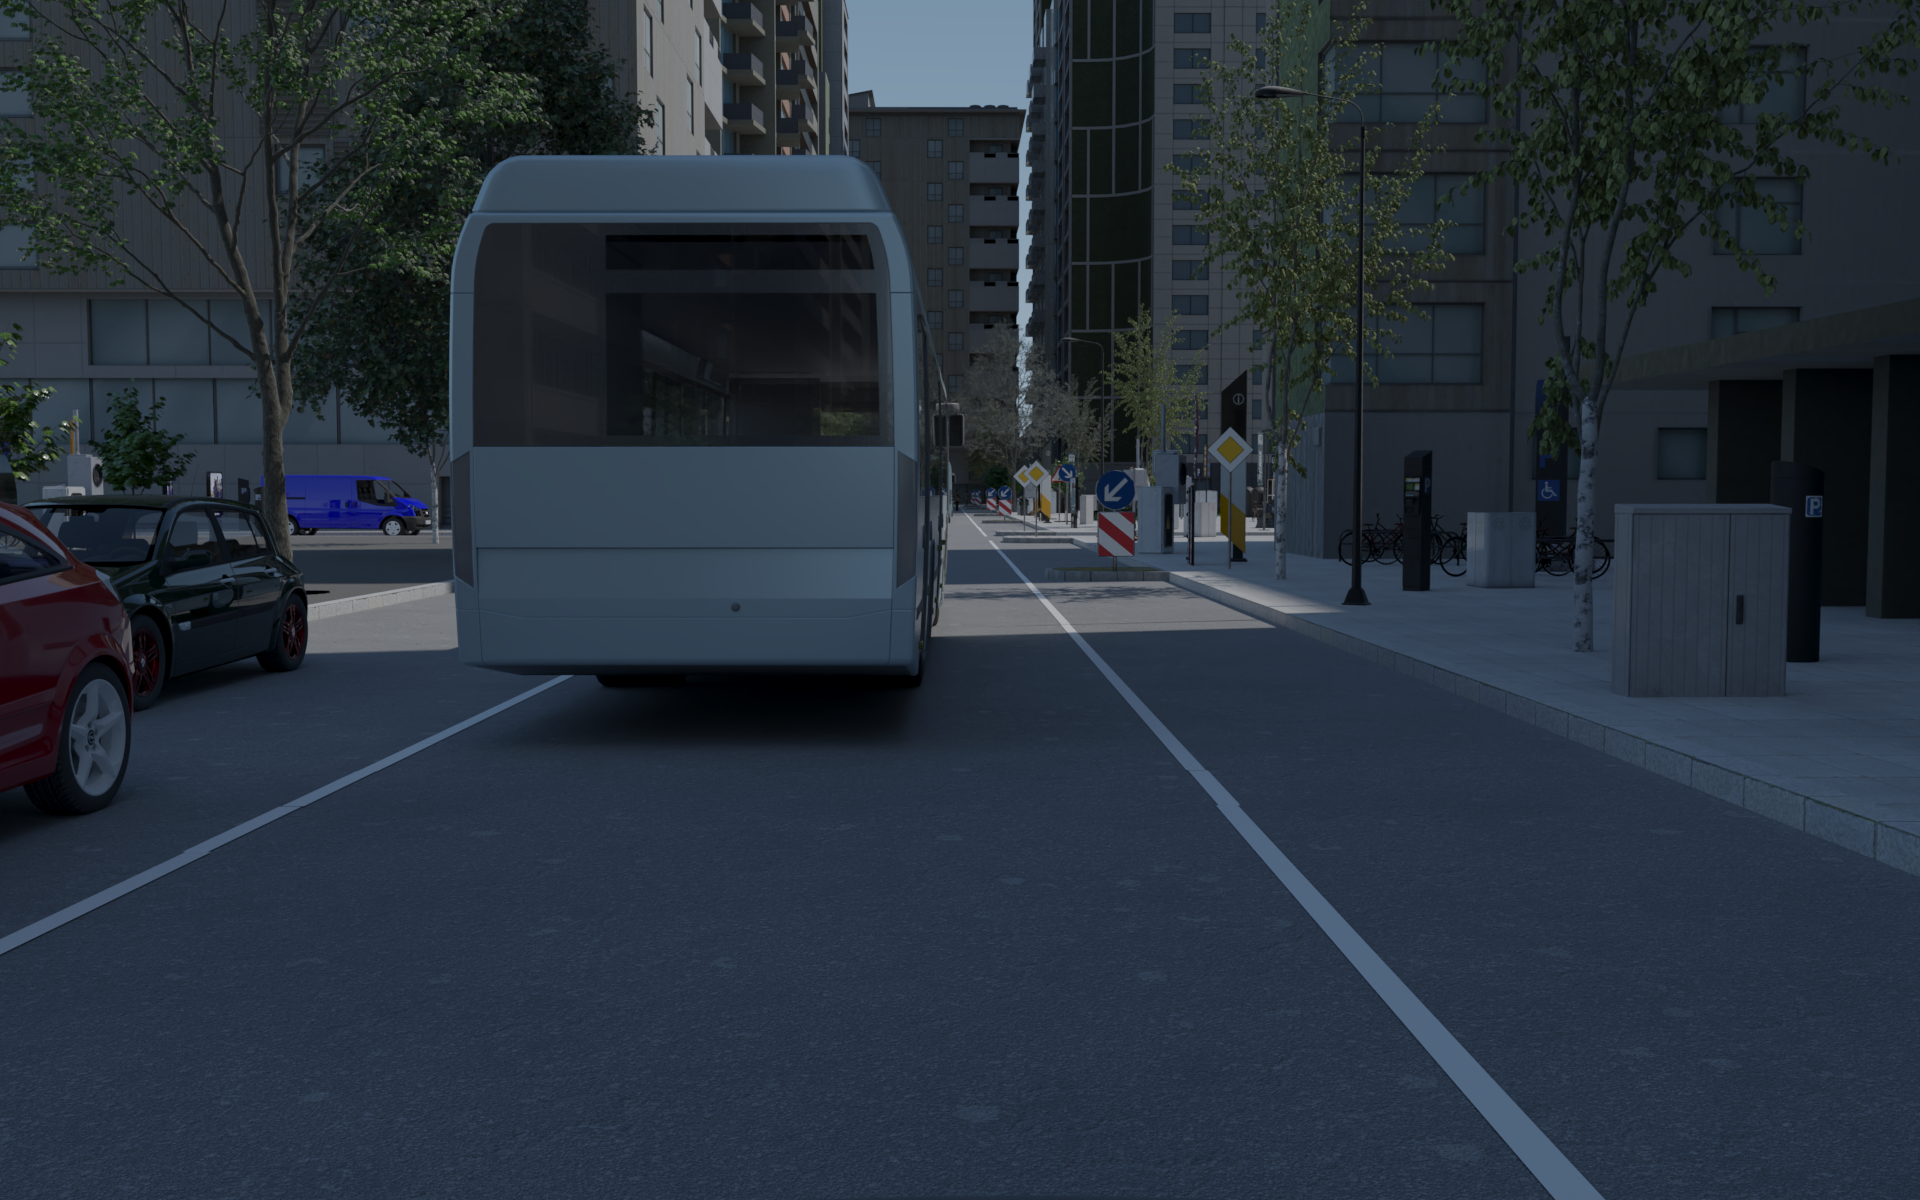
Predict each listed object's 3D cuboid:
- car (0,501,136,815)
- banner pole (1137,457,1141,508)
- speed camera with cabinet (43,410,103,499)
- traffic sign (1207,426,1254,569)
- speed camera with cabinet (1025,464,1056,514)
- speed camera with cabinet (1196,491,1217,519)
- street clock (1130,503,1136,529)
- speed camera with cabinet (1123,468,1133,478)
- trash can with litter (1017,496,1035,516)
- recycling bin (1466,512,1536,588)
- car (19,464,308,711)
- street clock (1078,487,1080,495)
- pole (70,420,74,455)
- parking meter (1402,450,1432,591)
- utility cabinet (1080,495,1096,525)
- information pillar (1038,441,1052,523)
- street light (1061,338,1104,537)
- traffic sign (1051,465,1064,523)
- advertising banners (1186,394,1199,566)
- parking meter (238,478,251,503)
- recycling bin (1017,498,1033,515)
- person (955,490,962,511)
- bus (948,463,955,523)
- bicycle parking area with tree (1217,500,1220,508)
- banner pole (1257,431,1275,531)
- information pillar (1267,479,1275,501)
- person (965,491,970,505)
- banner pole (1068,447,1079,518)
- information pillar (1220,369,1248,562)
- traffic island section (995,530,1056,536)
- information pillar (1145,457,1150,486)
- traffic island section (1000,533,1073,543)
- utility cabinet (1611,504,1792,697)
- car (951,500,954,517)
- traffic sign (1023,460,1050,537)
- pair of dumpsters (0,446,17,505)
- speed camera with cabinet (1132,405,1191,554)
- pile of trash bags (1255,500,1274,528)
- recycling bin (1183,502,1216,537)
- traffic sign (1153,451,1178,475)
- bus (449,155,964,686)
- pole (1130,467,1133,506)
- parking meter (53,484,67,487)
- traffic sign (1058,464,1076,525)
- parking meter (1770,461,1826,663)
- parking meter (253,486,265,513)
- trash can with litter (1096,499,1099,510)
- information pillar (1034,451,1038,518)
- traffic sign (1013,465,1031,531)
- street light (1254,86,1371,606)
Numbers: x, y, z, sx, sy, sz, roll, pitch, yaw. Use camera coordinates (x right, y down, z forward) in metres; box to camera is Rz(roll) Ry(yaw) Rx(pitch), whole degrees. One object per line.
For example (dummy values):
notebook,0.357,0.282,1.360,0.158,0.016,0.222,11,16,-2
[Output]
car,-4.739,0.166,6.330,2.155,1.783,4.494,0,4,-1
banner pole,10.684,-6.948,103.624,0.401,3.779,0.863,-1,4,-11
speed camera with cabinet,-20.445,-2.790,39.950,0.660,3.252,2.038,0,4,-5
traffic sign,4.625,-1.743,29.684,0.795,2.450,0.064,1,4,8
speed camera with cabinet,5.292,-7.308,113.822,2.038,3.252,0.660,0,4,1
speed camera with cabinet,12.012,-5.729,88.007,2.038,3.252,0.660,-1,4,-10
street clock,6.377,-3.629,63.897,0.358,2.002,0.471,-2,4,-27
speed camera with cabinet,6.903,-4.168,62.484,2.038,3.252,0.660,-2,4,-25
trash can with litter,3.934,-5.522,101.664,1.055,1.170,0.624,-2,4,-30
recycling bin,7.466,-0.694,23.906,0.722,1.027,0.722,0,4,-5
car,-6.232,-0.175,12.640,2.009,1.686,4.222,0,3,0
street clock,7.477,-6.501,110.855,0.471,2.002,0.358,0,4,-3
pole,-24.403,-3.298,47.772,0.158,3.312,0.155,0,3,0
parking meter,6.052,-1.053,22.926,0.255,1.863,0.399,3,4,38
utility cabinet,5.339,-3.790,73.127,0.306,1.237,1.020,1,4,22
information pillar,3.779,-5.173,75.927,0.504,3.616,0.183,-2,4,-31
street light,3.700,-4.838,51.638,1.470,5.913,1.316,0,4,0
traffic sign,4.437,-4.729,77.316,0.884,2.594,0.081,0,4,5
advertising banners,4.192,-2.144,31.240,0.090,3.025,2.074,0,4,4
parking meter,-25.404,-3.412,61.489,0.399,1.863,0.255,-2,4,-26
recycling bin,4.003,-5.735,106.319,0.722,1.027,0.722,-3,5,-44
person,-0.199,-8.383,145.651,0.705,1.812,1.348,-1,4,-21
bus,-1.701,-5.702,88.082,2.948,3.499,13.247,0,4,0
bicycle parking area with tree,20.810,-7.771,114.058,8.231,4.147,9.016,2,4,23
banner pole,10.595,-4.328,60.776,0.401,3.779,0.863,2,4,33
information pillar,15.493,-4.994,86.145,0.304,2.012,0.304,3,5,41
person,0.794,-11.369,194.385,0.705,1.824,1.348,2,4,23
banner pole,6.041,-6.226,91.806,0.863,3.779,0.401,-2,4,-34
information pillar,5.185,-2.531,32.729,0.504,3.616,0.183,1,4,18
traffic island section,2.243,-2.291,59.741,2.009,0.180,2.903,0,4,0
information pillar,11.975,-7.297,110.661,0.183,3.616,0.504,2,4,33
traffic island section,2.298,-1.803,51.756,2.009,0.180,2.903,0,4,0
utility cabinet,4.721,0.007,11.042,1.020,1.237,0.306,0,4,-3
car,-1.395,-6.039,110.536,2.131,1.459,4.920,0,4,-2
traffic sign,2.275,-2.938,51.678,0.795,2.450,0.064,0,4,0
pair of dumpsters,-8.400,-0.577,11.921,1.574,2.255,4.437,0,4,0
speed camera with cabinet,4.433,-2.659,37.808,0.660,3.252,2.038,1,4,22
pile of trash bags,12.689,-3.457,66.280,1.912,1.369,3.447,2,4,32
recycling bin,7.166,-2.396,51.734,0.722,1.027,0.722,-3,4,-38
traffic sign,4.785,-2.337,40.334,0.606,2.300,0.079,0,4,2
bus,-1.462,-1.296,16.052,2.948,3.499,13.247,0,4,0
pole,12.907,-8.360,130.529,0.158,3.312,0.155,0,3,0
parking meter,-22.255,-2.103,42.793,0.372,1.533,0.369,0,3,0
traffic sign,4.505,-4.449,72.851,0.768,2.556,0.104,0,4,1
parking meter,6.418,-0.299,13.308,0.372,1.533,0.369,0,3,0
parking meter,-21.069,-2.676,52.162,0.372,1.533,0.369,0,3,0
trash can with litter,9.687,-7.075,127.058,1.055,1.170,0.624,-1,4,-13
information pillar,4.290,-6.309,94.503,0.504,3.616,0.183,2,4,34
traffic sign,2.220,-3.426,59.663,0.795,2.450,0.064,0,4,0
street light,4.055,-2.897,19.915,1.470,5.913,1.316,0,4,0
